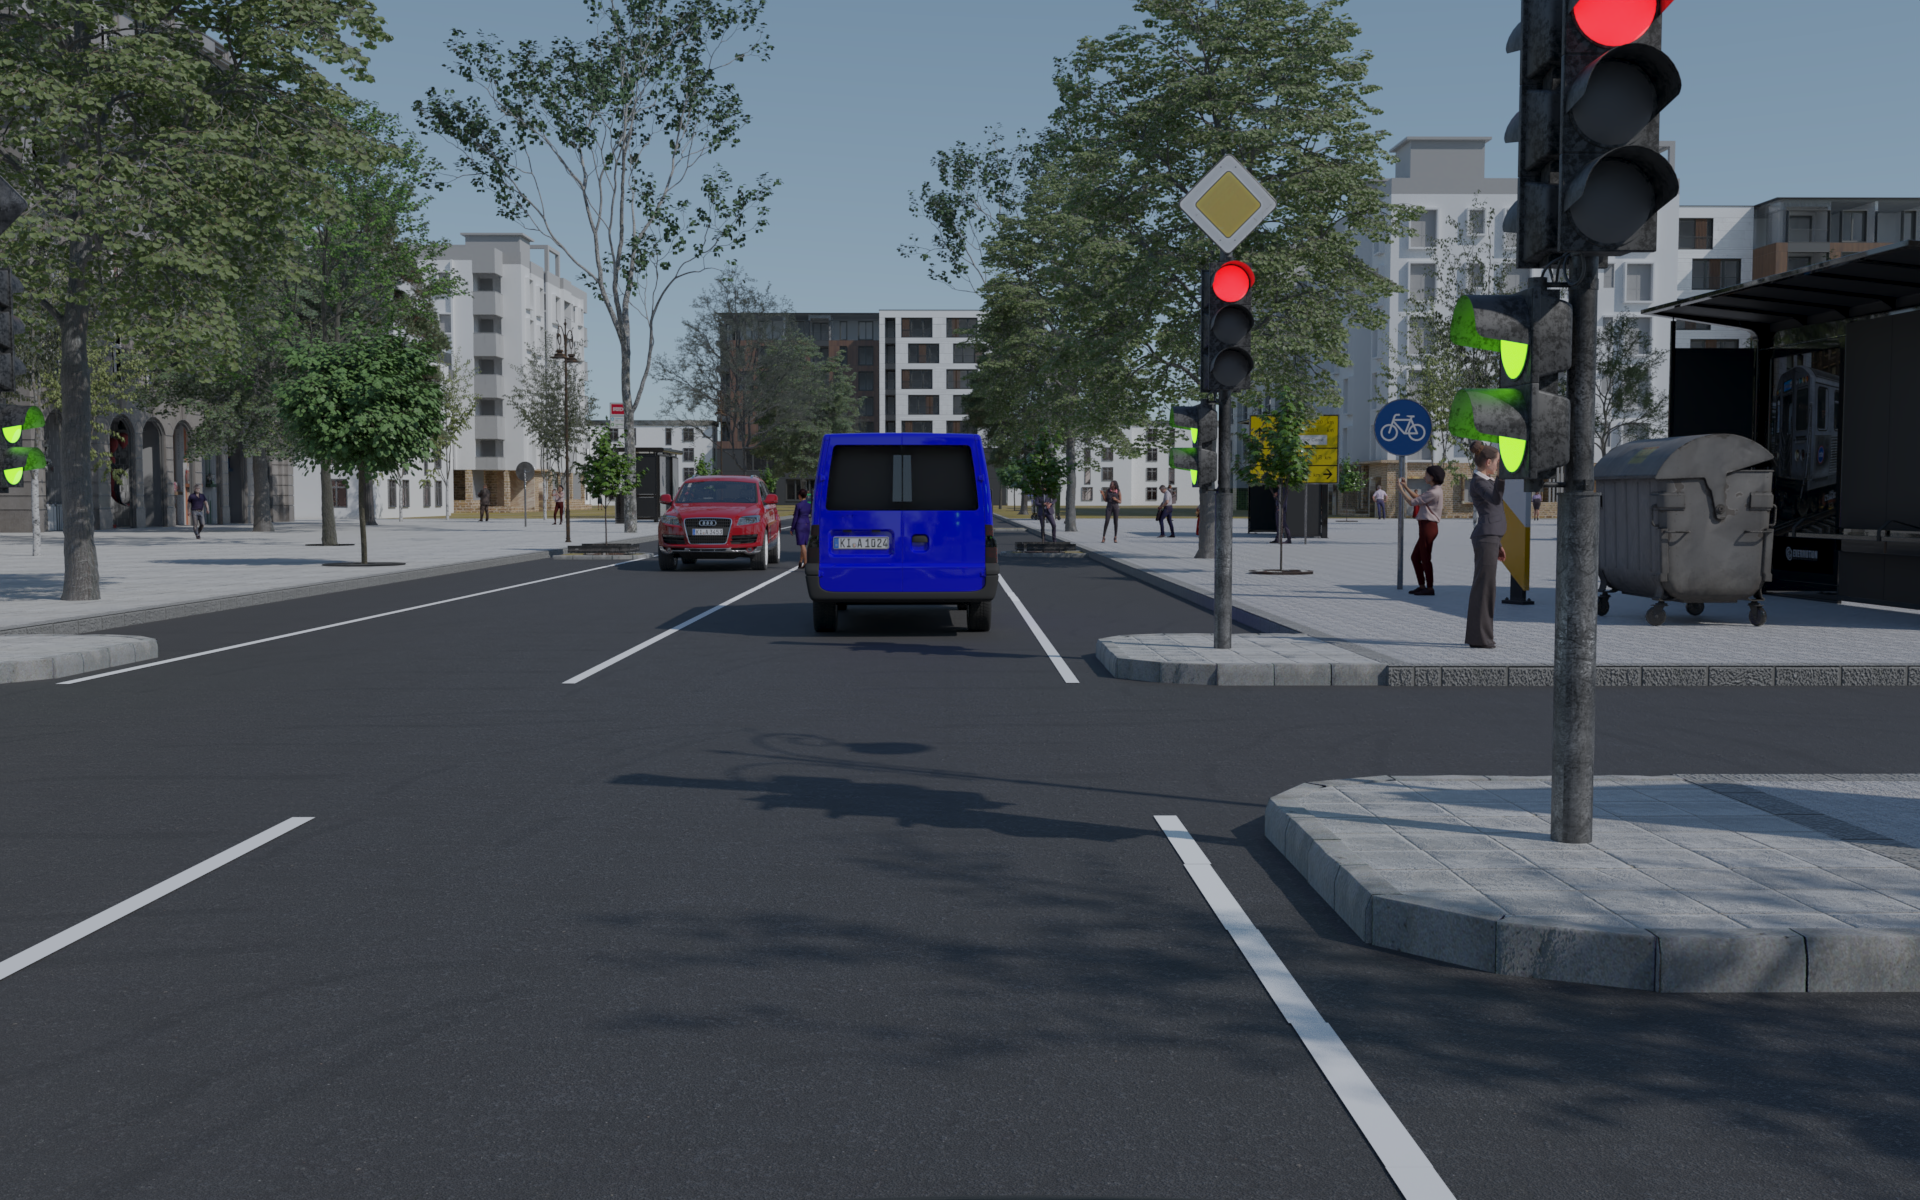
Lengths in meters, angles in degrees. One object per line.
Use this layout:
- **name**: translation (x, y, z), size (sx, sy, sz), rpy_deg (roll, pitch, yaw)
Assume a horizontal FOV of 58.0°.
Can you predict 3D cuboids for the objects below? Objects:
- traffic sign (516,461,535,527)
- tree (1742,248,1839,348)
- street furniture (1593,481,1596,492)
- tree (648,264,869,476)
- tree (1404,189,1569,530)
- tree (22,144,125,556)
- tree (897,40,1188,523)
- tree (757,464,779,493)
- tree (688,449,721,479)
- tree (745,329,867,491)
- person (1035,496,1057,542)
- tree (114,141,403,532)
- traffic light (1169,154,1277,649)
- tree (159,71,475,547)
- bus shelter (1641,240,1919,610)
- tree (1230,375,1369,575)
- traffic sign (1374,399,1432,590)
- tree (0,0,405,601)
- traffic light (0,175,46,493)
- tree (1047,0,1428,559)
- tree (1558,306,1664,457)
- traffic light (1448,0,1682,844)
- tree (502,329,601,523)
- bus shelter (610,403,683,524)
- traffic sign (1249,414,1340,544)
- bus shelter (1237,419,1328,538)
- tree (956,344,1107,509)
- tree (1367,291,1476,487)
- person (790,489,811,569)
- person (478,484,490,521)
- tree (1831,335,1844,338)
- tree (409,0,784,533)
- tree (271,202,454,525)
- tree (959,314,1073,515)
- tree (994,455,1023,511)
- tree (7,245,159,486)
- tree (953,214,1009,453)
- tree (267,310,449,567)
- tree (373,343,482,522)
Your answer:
- **traffic sign**: translation (-16.993, -4.133, 67.675), size (0.768, 2.556, 0.104), rpy_deg (0, 4, 8)
- **tree**: translation (33.332, -8.094, 66.743), size (7.601, 10.594, 8.767), rpy_deg (-3, 4, -38)
- **street furniture**: translation (21.067, -2.444, 46.810), size (9.812, 1.723, 11.010), rpy_deg (1, 4, 14)
- **tree**: translation (-11.710, -11.161, 92.845), size (12.009, 13.543, 11.850), rpy_deg (0, 3, 0)
- **tree**: translation (13.095, -5.658, 42.870), size (4.360, 8.622, 3.978), rpy_deg (0, 3, 0)
- **tree**: translation (-19.363, -5.214, 35.606), size (4.360, 8.622, 3.978), rpy_deg (0, 3, 0)
- **tree**: translation (3.638, -13.379, 74.628), size (12.611, 20.169, 13.585), rpy_deg (0, 3, 0)
- **tree**: translation (-12.188, -7.055, 109.948), size (1.663, 3.219, 1.824), rpy_deg (0, 3, 0)
- **tree**: translation (-11.011, -4.833, 73.616), size (1.663, 3.219, 1.824), rpy_deg (0, 3, 0)
- **tree**: translation (-11.918, -13.786, 132.060), size (9.857, 13.997, 8.962), rpy_deg (0, 3, 0)
- **person**: translation (2.455, -2.428, 48.644), size (0.683, 1.767, 0.568), rpy_deg (0, 4, -4)
- **tree**: translation (-23.757, -9.294, 58.616), size (9.857, 13.997, 8.962), rpy_deg (0, 3, 0)
- **traffic light**: translation (2.165, -1.532, 14.294), size (0.839, 4.213, 0.868), rpy_deg (0, 4, -1)
- **tree**: translation (-15.724, -7.153, 42.705), size (9.928, 11.665, 9.643), rpy_deg (0, 3, 0)
- **bus shelter**: translation (9.578, -1.704, 19.148), size (1.731, 3.624, 6.357), rpy_deg (0, 4, -1)
- **tree**: translation (5.265, -2.038, 27.928), size (1.663, 3.219, 1.824), rpy_deg (0, 3, 0)
- **traffic sign**: translation (5.916, -1.413, 23.210), size (0.768, 2.556, 0.104), rpy_deg (0, 4, 7)
- **tree**: translation (-10.242, -6.272, 20.670), size (7.486, 12.596, 7.792), rpy_deg (0, 3, 0)
- **traffic light**: translation (-7.995, -1.525, 14.173), size (0.839, 4.213, 0.868), rpy_deg (0, 4, -1)
- **tree**: translation (5.352, -7.100, 34.210), size (7.486, 12.596, 7.792), rpy_deg (0, 3, 0)
- **tree**: translation (32.062, -9.240, 85.492), size (7.601, 10.594, 8.767), rpy_deg (0, 4, 8)
- **traffic light**: translation (2.248, -1.044, 6.310), size (0.839, 4.213, 0.868), rpy_deg (0, 4, -1)
- **tree**: translation (-17.746, -7.746, 77.013), size (4.360, 8.622, 3.978), rpy_deg (0, 3, 0)
- **bus shelter**: translation (-14.315, -6.188, 78.806), size (2.179, 5.291, 8.768), rpy_deg (0, 4, -1)
- **traffic sign**: translation (8.503, -3.076, 44.163), size (2.265, 3.308, 0.079), rpy_deg (1, 4, 8)
- **bus shelter**: translation (9.879, -3.786, 53.180), size (1.731, 3.624, 6.357), rpy_deg (0, 4, -1)
- **tree**: translation (4.620, -9.907, 96.393), size (8.767, 10.594, 7.601), rpy_deg (1, 4, 10)
- **tree**: translation (16.949, -6.827, 61.978), size (4.737, 8.622, 4.395), rpy_deg (0, 3, 0)
- **person**: translation (-3.112, -1.370, 33.275), size (0.546, 1.535, 0.453), rpy_deg (2, 4, 28)
- **person**: translation (-22.416, -4.571, 81.465), size (0.600, 1.739, 0.565), rpy_deg (1, 4, 13)
- **tree**: translation (29.072, -6.467, 56.095), size (4.737, 8.622, 4.395), rpy_deg (0, 3, 0)
- **tree**: translation (-11.810, -12.226, 55.786), size (12.611, 20.169, 13.585), rpy_deg (0, 3, 0)
- **tree**: translation (-24.521, -9.983, 70.651), size (7.806, 13.903, 7.818), rpy_deg (0, 3, 0)
- **tree**: translation (4.033, -12.214, 107.114), size (7.806, 13.903, 7.818), rpy_deg (0, 3, 0)
- **tree**: translation (4.179, -9.003, 130.918), size (4.285, 4.588, 4.351), rpy_deg (0, 3, 0)
- **tree**: translation (-25.135, -6.036, 49.045), size (4.737, 8.622, 4.395), rpy_deg (0, 3, 0)
- **tree**: translation (3.423, -8.596, 58.665), size (7.486, 12.596, 7.792), rpy_deg (0, 3, 0)
- **tree**: translation (-10.739, -2.904, 31.202), size (4.285, 4.588, 4.351), rpy_deg (0, 3, 0)
- **tree**: translation (-25.693, -8.289, 85.881), size (4.737, 8.622, 4.395), rpy_deg (0, 3, 0)
